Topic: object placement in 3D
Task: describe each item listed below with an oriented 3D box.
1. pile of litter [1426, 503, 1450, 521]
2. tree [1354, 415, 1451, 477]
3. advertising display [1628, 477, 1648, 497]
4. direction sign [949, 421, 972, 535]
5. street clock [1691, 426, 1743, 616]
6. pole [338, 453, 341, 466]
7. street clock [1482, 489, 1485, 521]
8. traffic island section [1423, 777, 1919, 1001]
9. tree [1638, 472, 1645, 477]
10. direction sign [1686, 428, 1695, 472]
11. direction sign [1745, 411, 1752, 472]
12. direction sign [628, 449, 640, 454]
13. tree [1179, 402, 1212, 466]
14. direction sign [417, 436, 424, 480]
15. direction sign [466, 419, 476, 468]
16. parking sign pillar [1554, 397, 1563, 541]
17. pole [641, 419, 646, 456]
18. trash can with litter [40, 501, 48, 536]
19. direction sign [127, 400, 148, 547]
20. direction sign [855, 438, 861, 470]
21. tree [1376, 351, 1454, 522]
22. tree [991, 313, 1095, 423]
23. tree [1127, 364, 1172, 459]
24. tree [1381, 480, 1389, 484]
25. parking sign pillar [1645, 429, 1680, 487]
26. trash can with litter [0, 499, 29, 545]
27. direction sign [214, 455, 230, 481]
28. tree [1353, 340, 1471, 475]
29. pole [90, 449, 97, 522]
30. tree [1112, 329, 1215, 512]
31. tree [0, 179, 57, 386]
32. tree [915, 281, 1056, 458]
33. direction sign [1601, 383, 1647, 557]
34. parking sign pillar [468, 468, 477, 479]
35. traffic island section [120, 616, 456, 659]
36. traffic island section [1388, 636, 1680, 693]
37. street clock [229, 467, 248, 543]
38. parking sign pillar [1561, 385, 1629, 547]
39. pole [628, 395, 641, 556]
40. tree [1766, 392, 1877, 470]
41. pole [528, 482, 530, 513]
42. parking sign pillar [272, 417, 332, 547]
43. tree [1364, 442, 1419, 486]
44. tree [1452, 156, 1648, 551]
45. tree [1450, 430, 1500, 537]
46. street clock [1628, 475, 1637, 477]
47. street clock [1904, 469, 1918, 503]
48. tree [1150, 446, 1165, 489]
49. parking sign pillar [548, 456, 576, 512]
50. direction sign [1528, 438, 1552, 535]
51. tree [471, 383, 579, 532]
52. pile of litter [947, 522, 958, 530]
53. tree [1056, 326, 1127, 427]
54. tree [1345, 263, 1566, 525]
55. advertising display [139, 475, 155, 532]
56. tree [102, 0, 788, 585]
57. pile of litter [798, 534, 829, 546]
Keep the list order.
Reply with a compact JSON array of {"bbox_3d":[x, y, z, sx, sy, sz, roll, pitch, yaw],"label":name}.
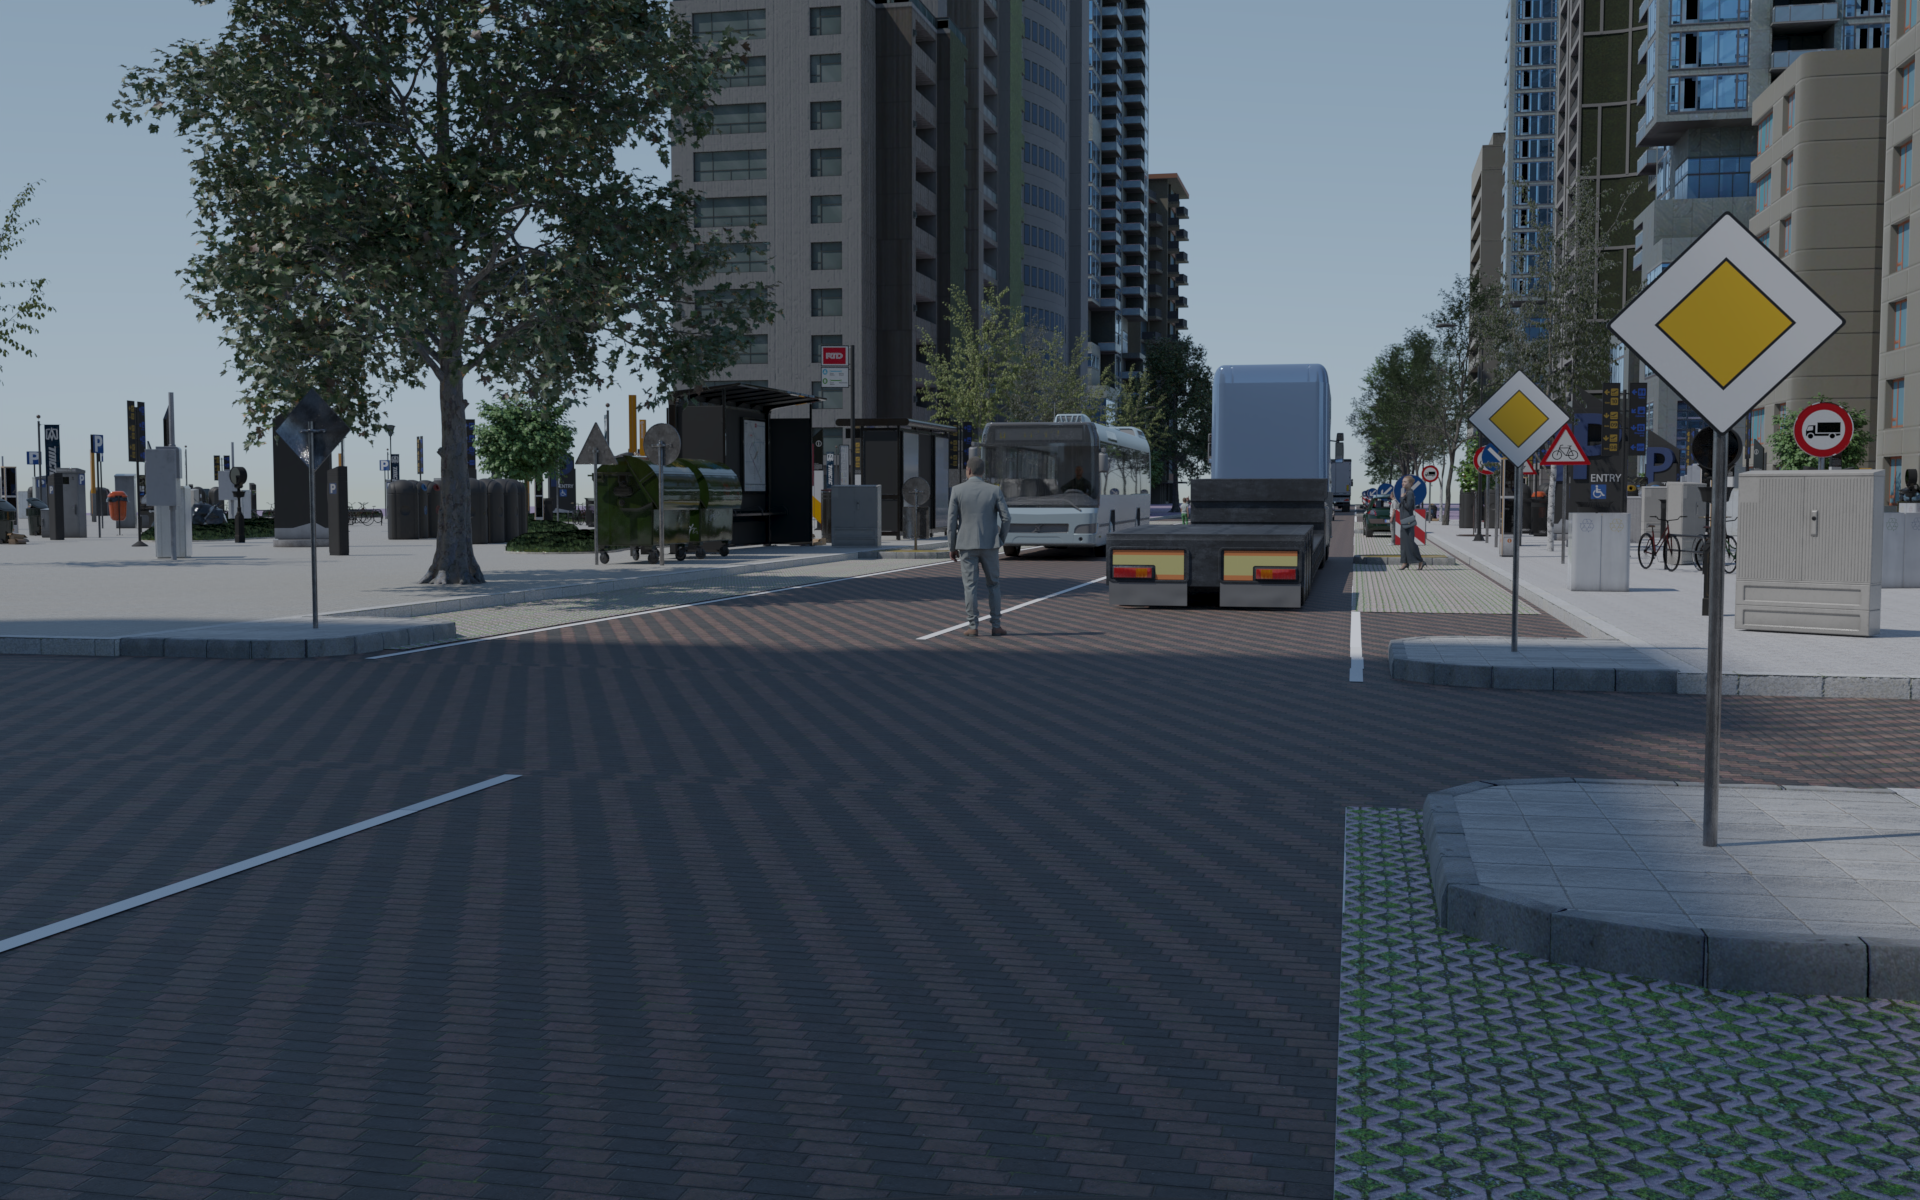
[{"bbox_3d":[22.692,-4.176,82.237,1.719,0.858,1.176,-2,4,-31],"label":"pile of litter"},{"bbox_3d":[44.357,-16.058,172.925,12.009,13.543,11.850,0,3,0],"label":"tree"},{"bbox_3d":[25.196,-3.635,64.648,0.974,1.923,0.123,-1,4,-11],"label":"advertising display"},{"bbox_3d":[0.012,-3.793,54.016,0.876,3.537,0.379,-3,4,-36],"label":"direction sign"},{"bbox_3d":[7.944,-0.835,18.222,0.471,2.002,0.358,2,4,31],"label":"street clock"},{"bbox_3d":[-30.921,-5.669,86.524,0.158,3.312,0.155,0,3,0],"label":"pole"},{"bbox_3d":[25.019,-4.799,83.027,0.471,2.002,0.358,-1,4,-10],"label":"street clock"},{"bbox_3d":[2.757,0.976,6.326,2.009,0.180,2.903,1,4,13],"label":"traffic island section"},{"bbox_3d":[32.637,-5.321,81.594,1.663,3.219,1.824,0,3,0],"label":"tree"},{"bbox_3d":[25.137,-4.138,59.660,0.379,3.537,0.876,0,4,7],"label":"direction sign"},{"bbox_3d":[17.419,-2.833,38.321,0.379,3.537,0.876,1,4,18],"label":"direction sign"},{"bbox_3d":[-16.209,-5.795,86.752,0.876,3.537,0.379,-3,4,-38],"label":"direction sign"},{"bbox_3d":[24.064,-14.532,163.361,9.928,11.665,9.643,0,3,0],"label":"tree"},{"bbox_3d":[-21.108,-4.635,67.774,0.379,3.537,0.876,-2,4,-31],"label":"direction sign"},{"bbox_3d":[-15.055,-3.687,52.274,0.876,3.537,0.379,0,4,-5],"label":"direction sign"},{"bbox_3d":[17.076,-3.633,47.874,1.447,3.967,1.447,2,4,30],"label":"parking sign pillar"},{"bbox_3d":[-8.665,-3.276,47.402,0.158,3.312,0.155,0,3,0],"label":"pole"},{"bbox_3d":[-28.095,-2.552,53.115,1.055,1.170,0.624,1,4,20],"label":"trash can with litter"},{"bbox_3d":[-20.061,-3.074,42.262,0.379,3.537,0.876,0,4,0],"label":"direction sign"},{"bbox_3d":[-3.137,-3.933,56.309,0.876,3.537,0.379,2,4,26],"label":"direction sign"},{"bbox_3d":[22.088,-7.938,80.156,4.360,8.622,3.978,0,3,0],"label":"tree"},{"bbox_3d":[3.048,-7.329,70.199,4.360,8.622,3.978,0,3,0],"label":"tree"},{"bbox_3d":[9.739,-9.077,98.766,4.737,8.622,4.395,0,3,0],"label":"tree"},{"bbox_3d":[52.629,-13.491,215.171,1.663,3.219,1.824,0,3,0],"label":"tree"},{"bbox_3d":[29.027,-5.084,71.596,1.447,3.967,1.447,3,5,42],"label":"parking sign pillar"},{"bbox_3d":[-24.227,-2.008,44.221,1.055,1.170,0.624,1,4,22],"label":"trash can with litter"},{"bbox_3d":[-43.028,-6.670,101.043,0.876,3.537,0.379,-1,4,-20],"label":"direction sign"},{"bbox_3d":[30.310,-11.648,116.203,9.928,11.665,9.643,0,3,0],"label":"tree"},{"bbox_3d":[-39.595,-5.215,79.110,0.158,3.312,0.155,0,3,0],"label":"pole"},{"bbox_3d":[15.029,-12.485,121.137,9.611,12.733,9.660,0,3,0],"label":"tree"},{"bbox_3d":[-18.670,-4.922,30.833,4.737,8.622,4.395,0,3,0],"label":"tree"},{"bbox_3d":[0.624,-6.660,59.261,4.737,8.622,4.395,0,3,0],"label":"tree"},{"bbox_3d":[13.498,-2.646,35.259,0.876,3.537,0.379,0,4,4],"label":"direction sign"},{"bbox_3d":[-25.074,-6.052,87.419,1.447,3.967,1.447,0,4,-7],"label":"parking sign pillar"},{"bbox_3d":[-6.180,0.350,16.554,2.009,0.180,2.903,1,4,13],"label":"traffic island section"},{"bbox_3d":[4.535,0.500,14.111,2.009,0.180,2.903,1,4,13],"label":"traffic island section"},{"bbox_3d":[-19.014,-2.514,45.682,0.471,2.002,0.358,2,4,33],"label":"street clock"},{"bbox_3d":[15.415,-3.260,41.771,1.447,3.967,1.447,1,4,22],"label":"parking sign pillar"},{"bbox_3d":[-6.724,-2.558,35.661,0.158,3.312,0.155,0,3,0],"label":"pole"},{"bbox_3d":[27.650,-4.398,55.628,4.285,4.588,4.351,0,3,0],"label":"tree"},{"bbox_3d":[-23.069,-6.029,92.419,0.158,3.312,0.155,0,3,0],"label":"pole"},{"bbox_3d":[-16.005,-3.285,42.179,1.447,3.967,1.447,-1,4,-10],"label":"parking sign pillar"},{"bbox_3d":[56.653,-18.843,226.203,7.486,12.596,7.792,0,3,0],"label":"tree"},{"bbox_3d":[13.277,-5.406,38.743,4.360,8.622,3.978,0,3,0],"label":"tree"},{"bbox_3d":[15.559,-3.534,52.385,1.663,3.219,1.824,0,3,0],"label":"tree"},{"bbox_3d":[26.197,-3.850,67.517,0.358,2.002,0.471,-2,4,-29],"label":"street clock"},{"bbox_3d":[27.362,-2.770,49.863,0.358,2.002,0.471,1,4,16],"label":"street clock"},{"bbox_3d":[11.028,-7.458,105.658,4.285,4.588,4.351,0,3,0],"label":"tree"},{"bbox_3d":[-19.485,-5.889,84.764,1.447,3.967,1.447,-2,4,-27],"label":"parking sign pillar"},{"bbox_3d":[18.030,-3.804,54.188,0.876,3.537,0.379,1,4,13],"label":"direction sign"},{"bbox_3d":[-12.578,-4.051,49.948,4.285,4.588,4.351,0,3,0],"label":"tree"},{"bbox_3d":[-0.748,-2.949,62.184,1.719,0.858,1.176,-1,4,-9],"label":"pile of litter"},{"bbox_3d":[4.690,-7.733,76.800,4.737,8.622,4.395,0,3,0],"label":"tree"},{"bbox_3d":[20.119,-8.322,70.479,8.767,10.594,7.601,-3,4,-38],"label":"tree"},{"bbox_3d":[-26.811,-3.207,57.655,0.974,1.923,0.123,-1,4,-23],"label":"advertising display"},{"bbox_3d":[-7.309,-6.591,24.772,9.611,12.733,9.660,0,3,0],"label":"tree"},{"bbox_3d":[-3.912,-1.830,43.889,1.176,0.858,1.719,0,4,5],"label":"pile of litter"}]
